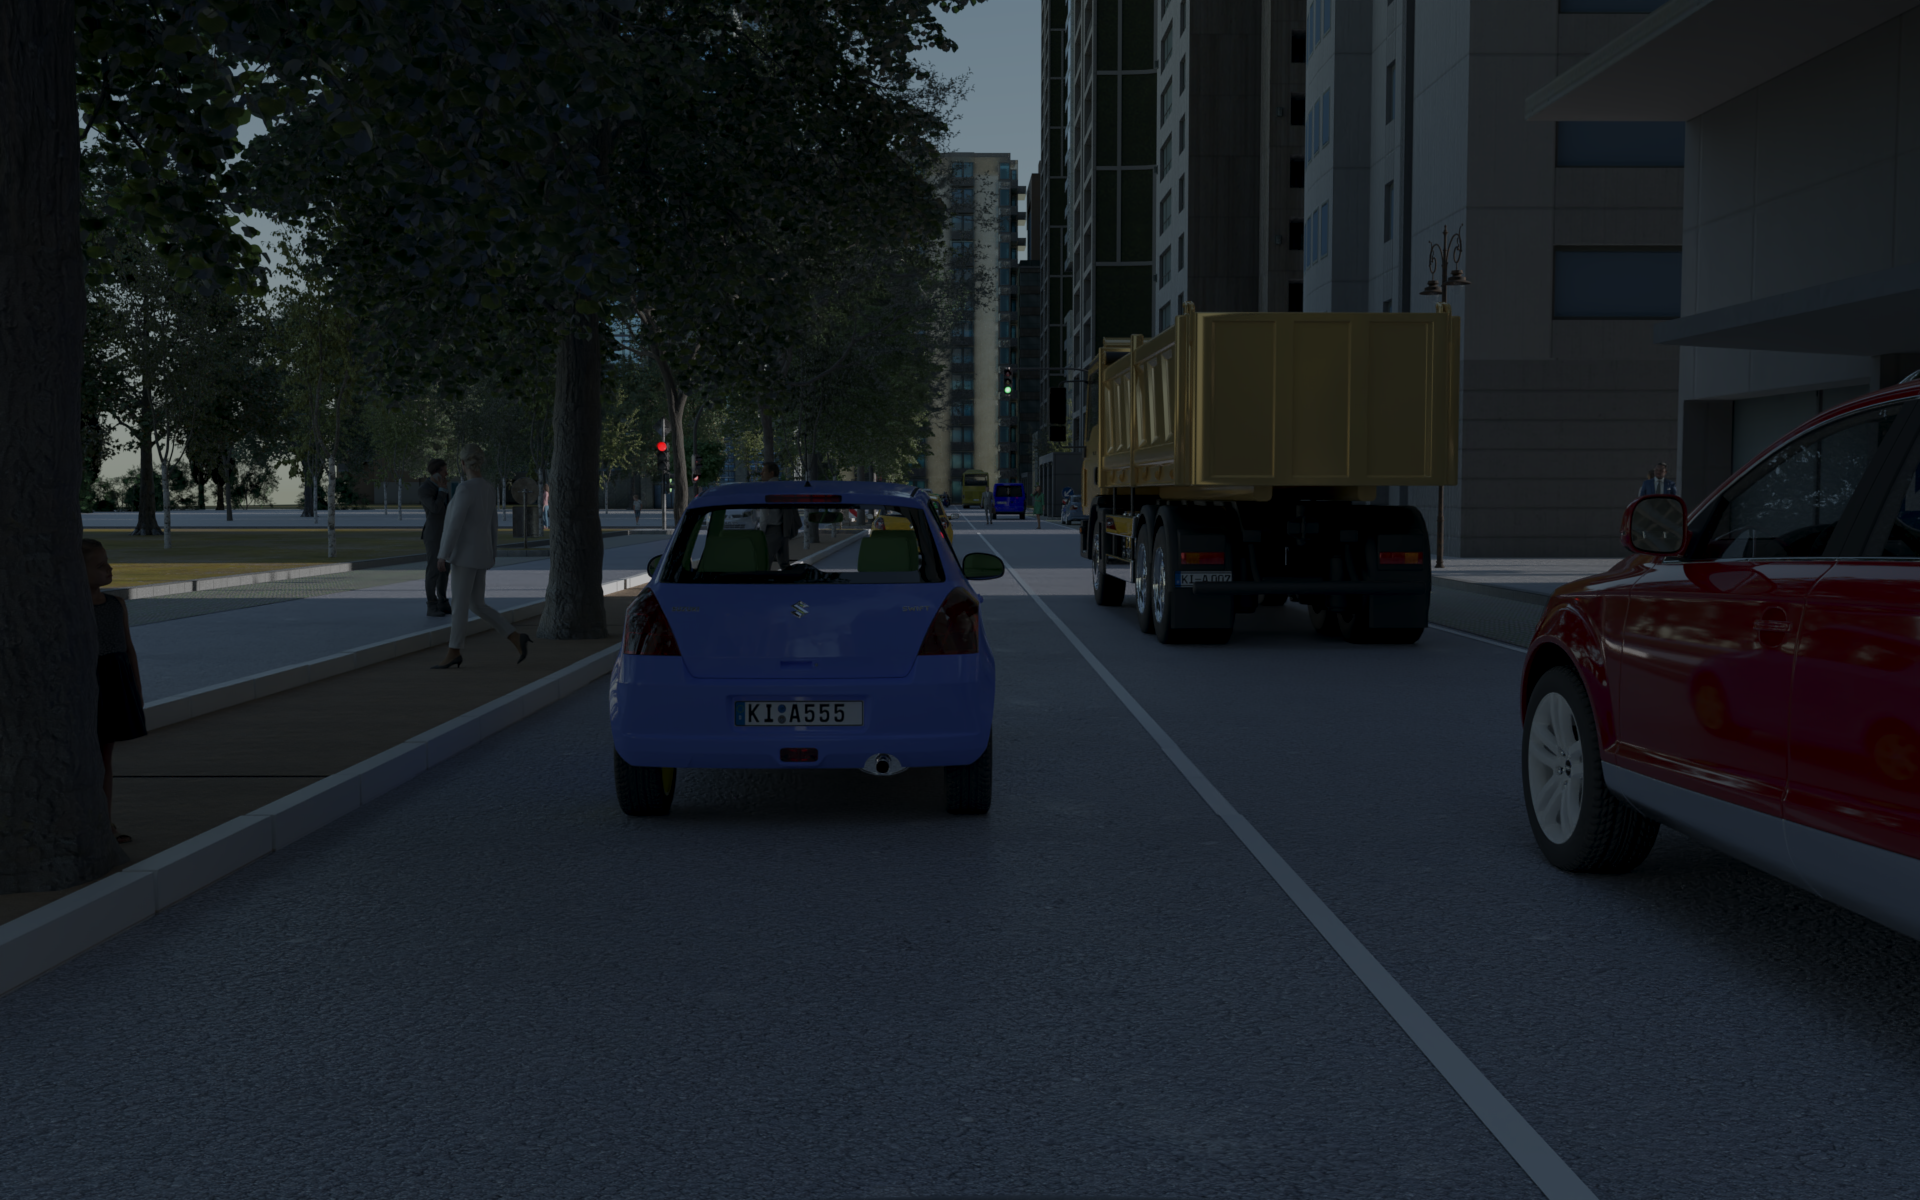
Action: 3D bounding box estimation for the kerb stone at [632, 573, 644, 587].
[{"bbox_3d":[-5.085,-0.284,26.876,0.120,0.150,1.000,0,4,-1],"label":"kerb stone"}]

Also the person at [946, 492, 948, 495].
[{"bbox_3d":[-1.750,-12.261,209.772,0.742,1.727,0.445,-3,4,-39],"label":"person"}]

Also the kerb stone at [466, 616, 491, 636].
[{"bbox_3d":[-5.004,0.277,17.664,0.120,0.150,1.000,0,4,-1],"label":"kerb stone"}]

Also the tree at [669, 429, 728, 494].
[{"bbox_3d":[-13.328,-6.356,87.631,4.285,4.588,4.351,0,3,0],"label":"tree"}]

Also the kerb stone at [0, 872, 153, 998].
[{"bbox_3d":[-2.791,1.028,5.381,0.120,0.150,1.000,0,4,-1],"label":"kerb stone"}]

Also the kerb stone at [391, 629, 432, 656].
[{"bbox_3d":[-4.992,0.402,15.620,0.120,0.150,1.000,0,4,-1],"label":"kerb stone"}]

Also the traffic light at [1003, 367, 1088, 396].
[{"bbox_3d":[3.927,-5.360,62.303,4.771,5.953,1.251,0,4,-1],"label":"traffic light"}]

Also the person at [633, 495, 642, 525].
[{"bbox_3d":[-13.347,-3.731,71.728,0.332,1.250,0.352,3,4,37],"label":"person"}]

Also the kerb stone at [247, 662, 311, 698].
[{"bbox_3d":[-4.959,0.591,12.534,0.120,0.150,1.000,0,4,-1],"label":"kerb stone"}]

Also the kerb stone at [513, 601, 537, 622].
[{"bbox_3d":[-5.017,0.152,19.713,0.120,0.150,1.000,0,4,-1],"label":"kerb stone"}]

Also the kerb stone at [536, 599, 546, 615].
[{"bbox_3d":[-5.031,0.089,20.736,0.120,0.150,1.000,0,4,-1],"label":"kerb stone"}]

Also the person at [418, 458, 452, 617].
[{"bbox_3d":[-6.078,-0.740,20.406,0.447,1.846,0.655,1,4,8],"label":"person"}]

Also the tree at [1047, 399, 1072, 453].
[{"bbox_3d":[8.582,-10.834,127.496,4.737,8.622,4.395,0,3,0],"label":"tree"}]

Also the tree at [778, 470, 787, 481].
[{"bbox_3d":[-14.279,-8.904,140.188,1.663,3.219,1.824,0,3,0],"label":"tree"}]

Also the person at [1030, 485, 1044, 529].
[{"bbox_3d":[3.252,-3.834,71.438,0.600,1.795,0.529,2,4,26],"label":"person"}]

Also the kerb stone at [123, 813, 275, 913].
[{"bbox_3d":[-2.803,0.965,6.413,0.120,0.150,1.000,0,4,-1],"label":"kerb stone"}]

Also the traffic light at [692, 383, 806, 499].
[{"bbox_3d":[-8.626,-5.851,70.332,4.771,5.953,1.251,0,4,-1],"label":"traffic light"}]

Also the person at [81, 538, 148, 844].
[{"bbox_3d":[-3.498,0.374,7.051,0.373,1.253,0.362,2,4,29],"label":"person"}]

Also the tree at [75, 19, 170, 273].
[{"bbox_3d":[-12.733,-5.752,19.807,9.928,11.665,9.643,0,3,0],"label":"tree"}]

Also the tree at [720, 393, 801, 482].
[{"bbox_3d":[-14.171,-10.184,116.868,4.737,8.622,4.395,0,3,0],"label":"tree"}]

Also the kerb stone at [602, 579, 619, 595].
[{"bbox_3d":[-5.075,-0.161,24.831,0.120,0.150,1.000,0,4,-1],"label":"kerb stone"}]

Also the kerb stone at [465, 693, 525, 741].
[{"bbox_3d":[-2.837,0.714,10.514,0.120,0.150,1.000,0,4,-1],"label":"kerb stone"}]

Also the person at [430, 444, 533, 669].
[{"bbox_3d":[-3.925,-0.354,14.164,0.818,1.842,0.514,-1,4,-9],"label":"person"}]

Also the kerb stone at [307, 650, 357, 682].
[{"bbox_3d":[-4.970,0.535,13.563,0.120,0.150,1.000,0,4,-1],"label":"kerb stone"}]

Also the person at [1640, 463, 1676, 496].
[{"bbox_3d":[11.501,-1.371,28.642,0.721,1.800,0.419,1,4,11],"label":"person"}]

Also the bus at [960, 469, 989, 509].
[{"bbox_3d":[1.482,-11.088,172.835,2.896,3.916,12.252,0,4,-1],"label":"bus"}]

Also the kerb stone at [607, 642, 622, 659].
[{"bbox_3d":[-2.877,0.464,14.602,0.120,0.150,1.000,0,4,-1],"label":"kerb stone"}]

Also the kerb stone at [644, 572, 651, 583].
[{"bbox_3d":[-5.100,-0.349,27.898,0.120,0.150,1.000,0,4,-1],"label":"kerb stone"}]

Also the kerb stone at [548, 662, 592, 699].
[{"bbox_3d":[-2.853,0.589,12.558,0.120,0.150,1.000,0,4,-1],"label":"kerb stone"}]

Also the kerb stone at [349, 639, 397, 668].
[{"bbox_3d":[-4.982,0.465,14.594,0.120,0.150,1.000,0,4,-1],"label":"kerb stone"}]

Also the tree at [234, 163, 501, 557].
[{"bbox_3d":[-12.701,-5.186,35.157,4.737,8.622,4.395,0,3,0],"label":"tree"}]

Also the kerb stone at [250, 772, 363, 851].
[{"bbox_3d":[-2.806,0.904,7.438,0.120,0.150,1.000,0,4,-1],"label":"kerb stone"}]

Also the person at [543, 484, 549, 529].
[{"bbox_3d":[-15.686,-3.480,65.415,0.388,1.821,0.555,-1,4,-18],"label":"person"}]

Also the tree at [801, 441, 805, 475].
[{"bbox_3d":[-14.275,-11.841,143.966,4.737,8.622,4.395,0,3,0],"label":"tree"}]

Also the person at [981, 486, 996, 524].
[{"bbox_3d":[1.341,-4.488,81.997,0.709,1.813,0.853,0,4,2],"label":"person"}]

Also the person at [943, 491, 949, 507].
[{"bbox_3d":[-1.802,-11.454,196.497,1.217,1.736,0.721,-2,4,-26],"label":"person"}]

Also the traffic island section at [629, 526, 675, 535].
[{"bbox_3d":[-10.683,-2.455,62.427,2.009,0.180,2.903,0,4,-1],"label":"traffic island section"}]

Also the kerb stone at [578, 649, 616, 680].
[{"bbox_3d":[-2.871,0.527,13.580,0.120,0.150,1.000,0,4,-1],"label":"kerb stone"}]

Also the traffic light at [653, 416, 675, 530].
[{"bbox_3d":[-10.643,-4.488,62.293,0.839,4.253,0.868,0,4,-1],"label":"traffic light"}]

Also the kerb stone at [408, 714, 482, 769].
[{"bbox_3d":[-2.826,0.777,9.489,0.120,0.150,1.000,0,4,-1],"label":"kerb stone"}]

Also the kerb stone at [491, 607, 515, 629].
[{"bbox_3d":[-5.016,0.215,18.691,0.120,0.150,1.000,0,4,-1],"label":"kerb stone"}]

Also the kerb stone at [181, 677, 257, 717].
[{"bbox_3d":[-4.952,0.653,11.512,0.120,0.150,1.000,0,4,-1],"label":"kerb stone"}]

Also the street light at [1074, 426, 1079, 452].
[{"bbox_3d":[7.663,-8.553,112.633,0.468,5.910,1.993,0,4,-1],"label":"street light"}]

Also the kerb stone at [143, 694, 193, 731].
[{"bbox_3d":[-4.938,0.716,10.488,0.120,0.150,1.000,0,4,-1],"label":"kerb stone"}]

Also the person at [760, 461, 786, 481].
[{"bbox_3d":[-2.227,-0.774,21.254,0.850,1.850,0.679,2,4,29],"label":"person"}]

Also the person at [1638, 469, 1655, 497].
[{"bbox_3d":[12.436,-1.483,31.038,0.466,1.731,0.760,-1,4,-9],"label":"person"}]

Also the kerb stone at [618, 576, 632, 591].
[{"bbox_3d":[-5.081,-0.224,25.854,0.120,0.150,1.000,0,4,-1],"label":"kerb stone"}]

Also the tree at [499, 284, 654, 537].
[{"bbox_3d":[-12.415,-6.214,51.957,4.737,8.622,4.395,0,3,0],"label":"tree"}]

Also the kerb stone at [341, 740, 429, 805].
[{"bbox_3d":[-2.816,0.844,8.460,0.120,0.150,1.000,0,4,-1],"label":"kerb stone"}]

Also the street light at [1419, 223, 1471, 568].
[{"bbox_3d":[8.330,-3.493,29.901,0.468,5.910,1.993,0,4,-1],"label":"street light"}]

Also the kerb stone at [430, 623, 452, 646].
[{"bbox_3d":[-4.995,0.340,16.642,0.120,0.150,1.000,0,4,-1],"label":"kerb stone"}]

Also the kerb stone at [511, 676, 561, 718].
[{"bbox_3d":[-2.847,0.652,11.535,0.120,0.150,1.000,0,4,-1],"label":"kerb stone"}]
